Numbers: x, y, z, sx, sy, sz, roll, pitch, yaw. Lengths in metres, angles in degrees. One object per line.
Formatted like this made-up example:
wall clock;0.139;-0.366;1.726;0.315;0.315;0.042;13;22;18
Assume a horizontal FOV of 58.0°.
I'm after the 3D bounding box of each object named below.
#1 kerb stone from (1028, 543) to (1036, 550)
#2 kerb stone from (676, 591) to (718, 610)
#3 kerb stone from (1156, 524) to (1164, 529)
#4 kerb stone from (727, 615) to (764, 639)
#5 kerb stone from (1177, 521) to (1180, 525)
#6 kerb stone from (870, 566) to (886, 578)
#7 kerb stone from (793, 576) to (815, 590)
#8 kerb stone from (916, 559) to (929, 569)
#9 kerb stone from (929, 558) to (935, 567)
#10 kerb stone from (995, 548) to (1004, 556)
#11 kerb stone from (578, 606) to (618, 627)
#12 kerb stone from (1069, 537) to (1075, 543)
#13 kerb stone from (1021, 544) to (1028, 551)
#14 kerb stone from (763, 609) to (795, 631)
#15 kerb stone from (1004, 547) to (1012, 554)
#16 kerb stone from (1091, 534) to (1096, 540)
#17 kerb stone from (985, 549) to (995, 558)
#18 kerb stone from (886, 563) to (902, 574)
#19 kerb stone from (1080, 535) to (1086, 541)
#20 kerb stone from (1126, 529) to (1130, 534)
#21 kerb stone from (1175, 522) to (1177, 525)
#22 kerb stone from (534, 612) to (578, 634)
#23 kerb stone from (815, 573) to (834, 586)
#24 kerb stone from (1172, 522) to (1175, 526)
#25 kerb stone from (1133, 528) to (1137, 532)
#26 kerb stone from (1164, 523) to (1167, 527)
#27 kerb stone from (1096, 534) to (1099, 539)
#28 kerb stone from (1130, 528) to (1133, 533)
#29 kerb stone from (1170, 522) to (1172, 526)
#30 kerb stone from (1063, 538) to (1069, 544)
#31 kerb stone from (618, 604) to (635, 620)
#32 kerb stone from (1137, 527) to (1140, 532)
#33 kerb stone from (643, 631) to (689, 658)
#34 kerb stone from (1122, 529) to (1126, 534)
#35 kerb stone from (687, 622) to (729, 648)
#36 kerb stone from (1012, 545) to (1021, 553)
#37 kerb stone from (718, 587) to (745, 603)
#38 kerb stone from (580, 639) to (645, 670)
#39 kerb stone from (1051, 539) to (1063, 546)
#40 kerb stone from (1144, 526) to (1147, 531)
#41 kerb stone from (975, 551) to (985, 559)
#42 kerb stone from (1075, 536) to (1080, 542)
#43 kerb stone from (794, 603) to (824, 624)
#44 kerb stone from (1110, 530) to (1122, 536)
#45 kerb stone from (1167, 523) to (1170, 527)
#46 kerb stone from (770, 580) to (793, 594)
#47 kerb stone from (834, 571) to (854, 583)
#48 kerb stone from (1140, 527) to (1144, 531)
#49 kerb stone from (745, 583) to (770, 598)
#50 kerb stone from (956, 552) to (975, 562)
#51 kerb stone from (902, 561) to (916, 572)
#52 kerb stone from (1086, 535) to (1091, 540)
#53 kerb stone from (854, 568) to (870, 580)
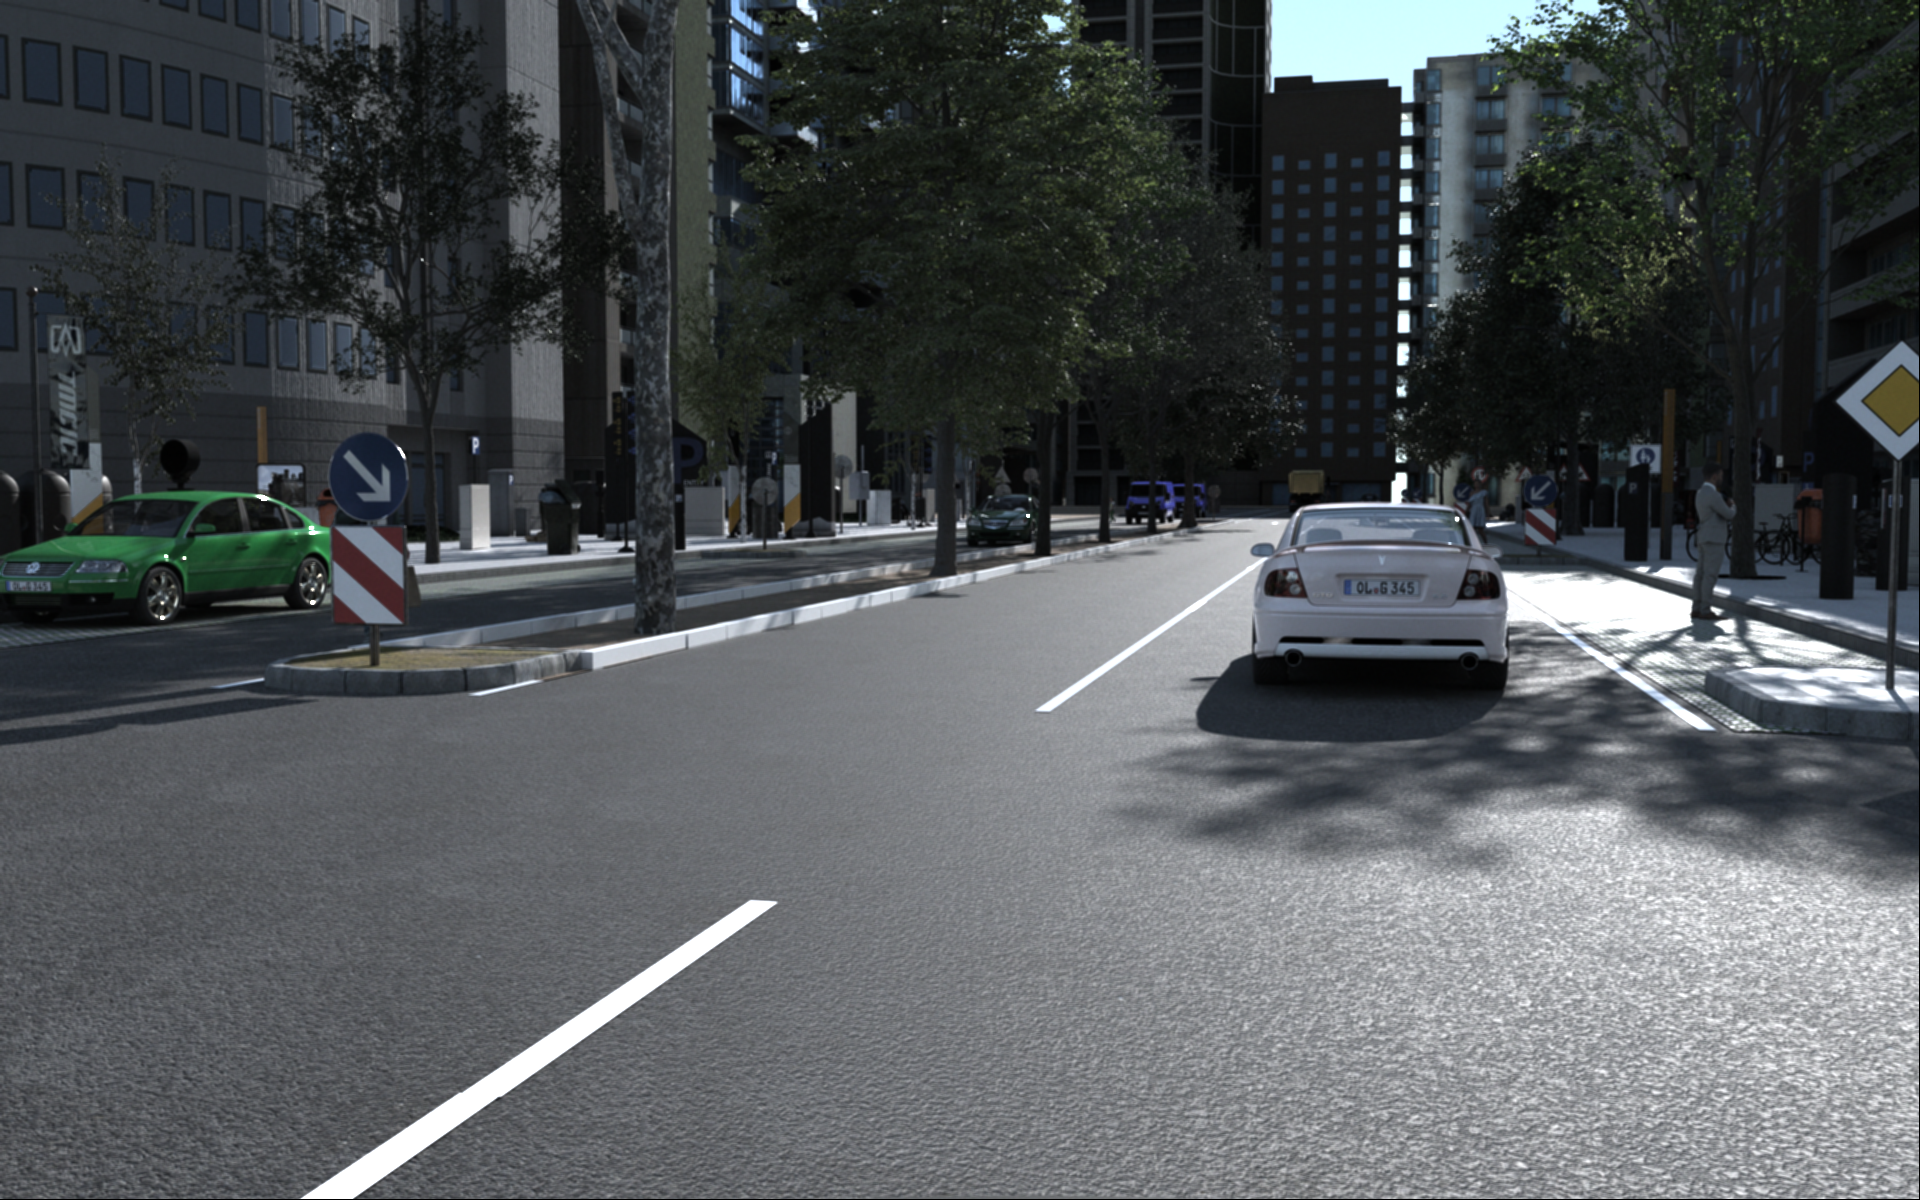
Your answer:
kerb stone;1.717;-1.335;44.035;0.120;0.150;1.000;1;4;13
kerb stone;-3.355;0.013;22.051;0.120;0.150;1.000;1;4;13
kerb stone;8.397;-3.107;72.994;0.120;0.150;1.000;1;4;13
kerb stone;-2.237;0.284;17.552;0.120;0.150;1.000;1;4;13
kerb stone;9.789;-3.471;79.014;0.120;0.150;1.000;1;4;13
kerb stone;-1.513;-0.481;30.052;0.120;0.150;1.000;1;4;13
kerb stone;-2.427;-0.235;26.041;0.120;0.150;1.000;1;4;13
kerb stone;-0.816;-0.660;33.043;0.120;0.150;1.000;1;4;13
kerb stone;-0.580;-0.725;34.047;0.120;0.150;1.000;1;4;13
kerb stone;0.790;-1.091;40.041;0.120;0.150;1.000;1;4;13
kerb stone;-4.049;0.196;19.044;0.120;0.150;1.000;1;4;13
kerb stone;3.103;-1.703;50.038;0.120;0.150;1.000;1;4;13
kerb stone;1.486;-1.274;43.040;0.120;0.150;1.000;1;4;13
kerb stone;-2.013;0.223;18.549;0.120;0.150;1.000;1;4;13
kerb stone;1.021;-1.152;41.039;0.120;0.150;1.000;1;4;13
kerb stone;4.028;-1.947;54.021;0.120;0.150;1.000;1;4;13
kerb stone;0.561;-1.030;39.045;0.120;0.150;1.000;1;4;13
kerb stone;-1.277;-0.541;31.047;0.120;0.150;1.000;1;4;13
kerb stone;3.563;-1.822;52.030;0.120;0.150;1.000;1;4;13
kerb stone;5.870;-2.436;62.017;0.120;0.150;1.000;1;4;13
kerb stone;9.572;-3.414;78.014;0.120;0.150;1.000;1;4;13
kerb stone;-4.287;0.254;18.045;0.120;0.150;1.000;1;4;13
kerb stone;-2.209;-0.296;27.044;0.120;0.150;1.000;1;4;13
kerb stone;9.328;-3.353;77.021;0.120;0.150;1.000;1;4;13
kerb stone;6.323;-2.558;64.011;0.120;0.150;1.000;1;4;13
kerb stone;8.632;-3.168;73.990;0.120;0.150;1.000;1;4;13
kerb stone;4.254;-2.008;55.018;0.120;0.150;1.000;1;4;13
kerb stone;6.092;-2.497;63.015;0.120;0.150;1.000;1;4;13
kerb stone;9.092;-3.291;76.007;0.120;0.150;1.000;1;4;13
kerb stone;2.873;-1.638;49.029;0.120;0.150;1.000;1;4;13
kerb stone;-3.816;0.134;20.052;0.120;0.150;1.000;1;4;13
kerb stone;6.554;-2.616;65.014;0.120;0.150;1.000;1;4;13
kerb stone;-2.705;0.408;15.560;0.120;0.150;1.000;1;4;13
kerb stone;5.625;-2.372;61.023;0.120;0.150;1.000;1;4;13
kerb stone;-2.466;0.350;16.555;0.120;0.150;1.000;1;4;13
kerb stone;1.255;-1.214;42.044;0.120;0.150;1.000;1;4;13
kerb stone;-3.131;-0.050;23.053;0.120;0.150;1.000;1;4;13
kerb stone;-2.928;0.467;14.562;0.120;0.150;1.000;1;4;13
kerb stone;2.639;-1.580;48.027;0.120;0.150;1.000;1;4;13
kerb stone;7.019;-2.741;67.012;0.120;0.150;1.000;1;4;13
kerb stone;0.332;-0.970;38.048;0.120;0.150;1.000;1;4;13
kerb stone;3.335;-1.764;51.034;0.120;0.150;1.000;1;4;13
kerb stone;-1.773;0.162;19.546;0.120;0.150;1.000;1;4;13
kerb stone;5.403;-2.313;60.017;0.120;0.150;1.000;1;4;13
kerb stone;8.868;-3.229;74.997;0.120;0.150;1.000;1;4;13
kerb stone;-2.666;-0.174;25.043;0.120;0.150;1.000;1;4;13
kerb stone;-1.962;-0.358;28.047;0.120;0.150;1.000;1;4;13
kerb stone;6.787;-2.680;66.017;0.120;0.150;1.000;1;4;13
kerb stone;-2.890;-0.109;24.046;0.120;0.150;1.000;1;4;13
kerb stone;0.109;-0.908;37.051;0.120;0.150;1.000;1;4;13
kerb stone;-1.053;-0.601;32.047;0.120;0.150;1.000;1;4;13
kerb stone;3.796;-1.885;53.026;0.120;0.150;1.000;1;4;13
kerb stone;-1.743;-0.414;29.051;0.120;0.150;1.000;1;4;13
